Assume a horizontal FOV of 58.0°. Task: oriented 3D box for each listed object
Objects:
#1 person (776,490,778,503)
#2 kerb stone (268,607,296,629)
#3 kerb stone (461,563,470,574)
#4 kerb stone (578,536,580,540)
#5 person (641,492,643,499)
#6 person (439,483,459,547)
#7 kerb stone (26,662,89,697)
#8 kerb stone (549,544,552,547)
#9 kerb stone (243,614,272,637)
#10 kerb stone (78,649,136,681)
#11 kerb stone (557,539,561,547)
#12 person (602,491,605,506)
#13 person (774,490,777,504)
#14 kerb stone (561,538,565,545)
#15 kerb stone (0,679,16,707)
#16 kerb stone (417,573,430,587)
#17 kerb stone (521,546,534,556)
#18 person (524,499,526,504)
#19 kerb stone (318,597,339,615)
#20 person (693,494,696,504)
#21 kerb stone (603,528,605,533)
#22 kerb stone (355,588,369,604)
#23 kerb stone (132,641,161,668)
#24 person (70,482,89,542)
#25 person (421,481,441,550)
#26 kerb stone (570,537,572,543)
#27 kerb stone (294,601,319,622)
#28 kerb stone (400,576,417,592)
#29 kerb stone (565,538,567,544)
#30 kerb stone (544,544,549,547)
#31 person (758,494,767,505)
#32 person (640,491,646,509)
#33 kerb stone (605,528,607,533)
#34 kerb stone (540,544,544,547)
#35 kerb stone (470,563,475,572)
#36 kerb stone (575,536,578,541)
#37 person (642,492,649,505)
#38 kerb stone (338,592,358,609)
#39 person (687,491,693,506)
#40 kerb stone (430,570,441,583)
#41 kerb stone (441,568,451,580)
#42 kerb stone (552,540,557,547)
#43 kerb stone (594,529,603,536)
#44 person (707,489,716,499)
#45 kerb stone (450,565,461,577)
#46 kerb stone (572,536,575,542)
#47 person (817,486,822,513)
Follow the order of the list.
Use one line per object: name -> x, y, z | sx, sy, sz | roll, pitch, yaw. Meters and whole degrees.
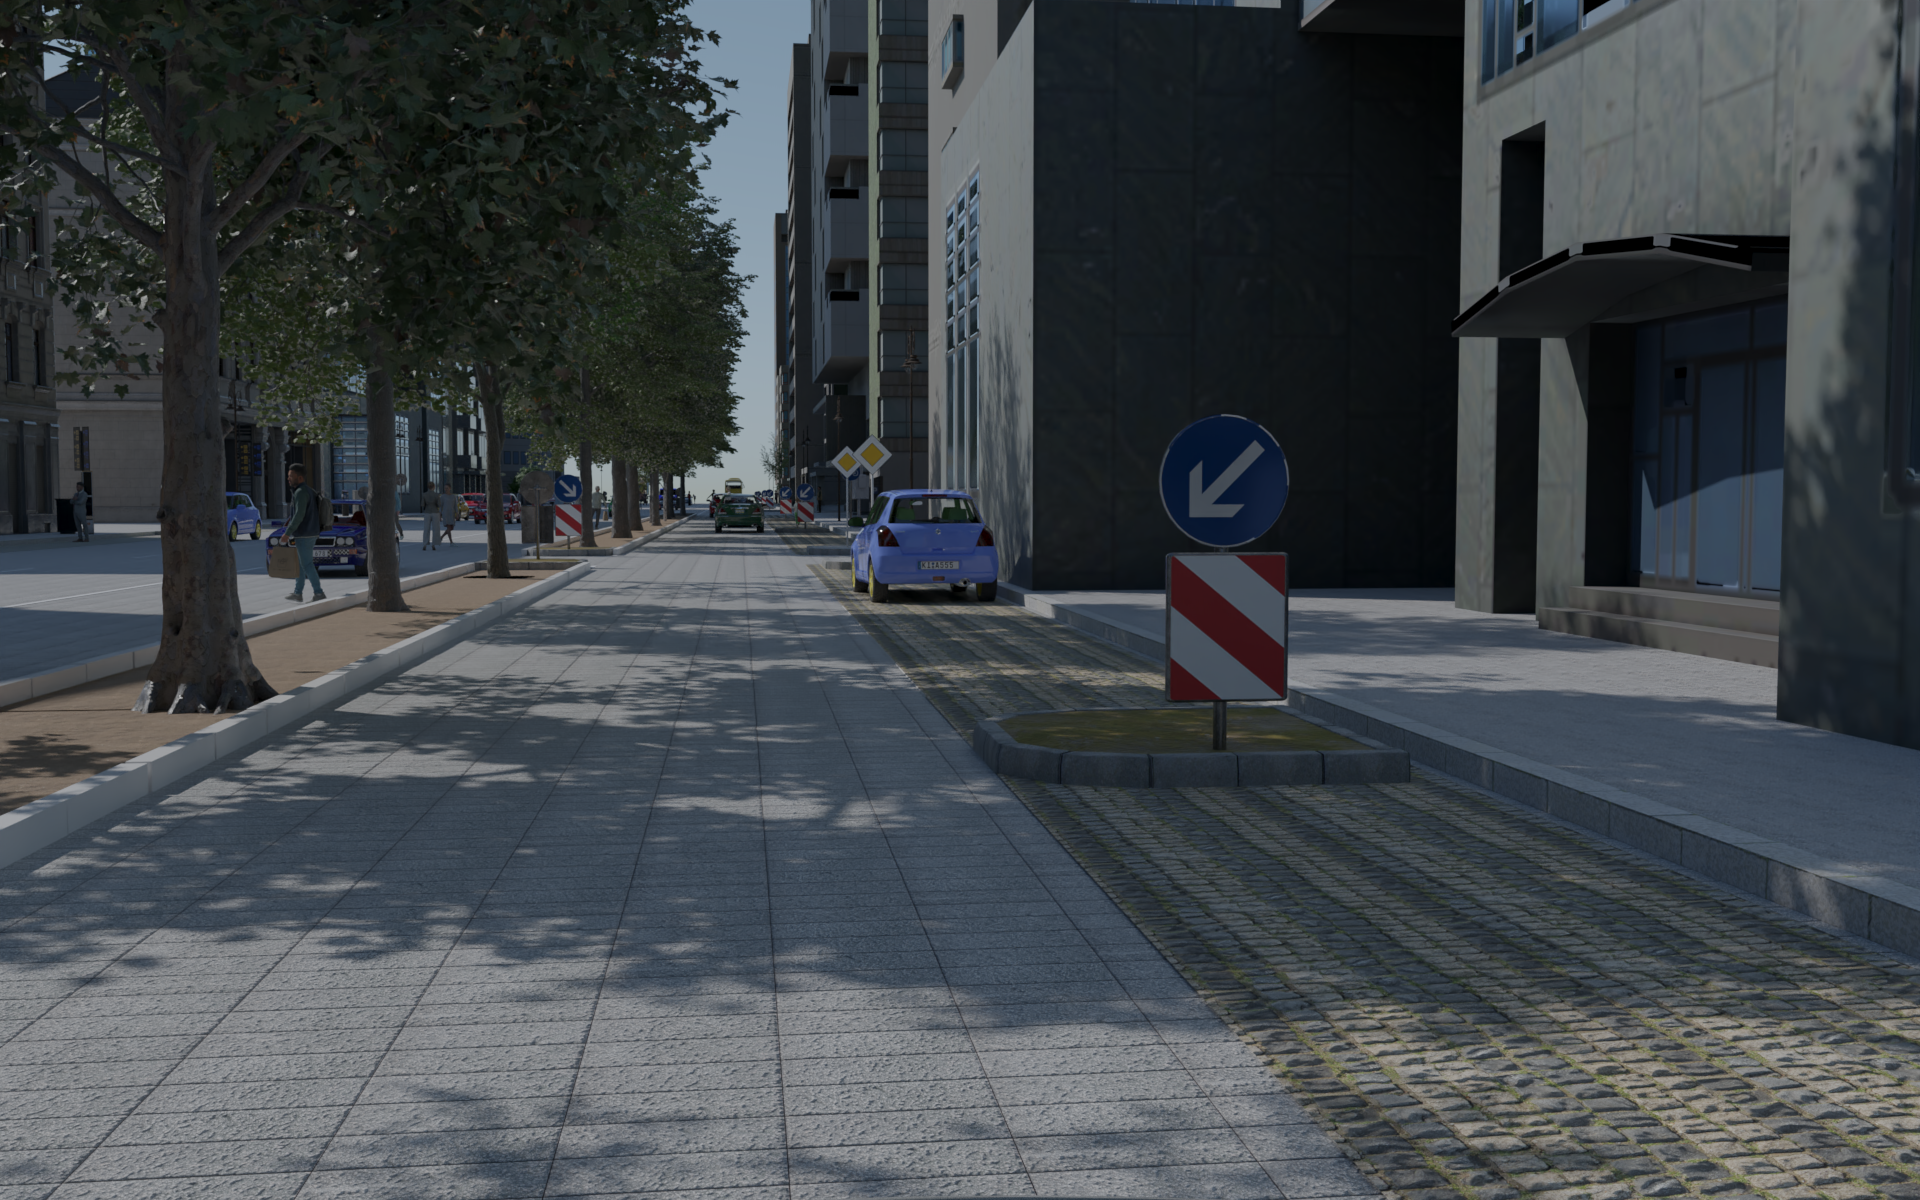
person -> -25.232, -14.202, 238.384 | 0.705, 1.807, 1.348 | -1, 4, -20
kerb stone -> -7.380, 0.215, 18.688 | 0.120, 0.150, 1.000 | 0, 4, -7
kerb stone -> -8.931, -0.533, 30.904 | 0.120, 0.150, 1.000 | 0, 4, -7
kerb stone -> -11.717, -1.871, 52.784 | 0.120, 0.150, 1.000 | 0, 4, -7
person -> -44.414, -14.198, 241.358 | 1.217, 1.735, 0.721 | -1, 4, -16
person -> -13.916, -2.306, 46.957 | 0.760, 1.731, 0.466 | 1, 4, 23
kerb stone -> -6.602, 0.592, 12.591 | 0.120, 0.150, 1.000 | 0, 4, -7
kerb stone -> -10.688, -1.373, 44.645 | 0.120, 0.150, 1.000 | 0, 4, -7
kerb stone -> -7.243, 0.276, 17.675 | 0.120, 0.150, 1.000 | 0, 4, -7
kerb stone -> -6.734, 0.525, 13.605 | 0.120, 0.150, 1.000 | 0, 4, -7
kerb stone -> -10.937, -1.495, 46.674 | 0.120, 0.150, 1.000 | 0, 4, -7
person -> -44.031, -12.572, 214.057 | 0.705, 1.823, 1.348 | -2, 4, -26
person -> -24.029, -13.467, 226.757 | 0.750, 1.759, 0.617 | 3, 5, 44
kerb stone -> -11.067, -1.559, 47.687 | 0.120, 0.150, 1.000 | 0, 4, -7
kerb stone -> -6.473, 0.650, 11.574 | 0.120, 0.150, 1.000 | 0, 4, -7
kerb stone -> -8.412, -0.284, 26.838 | 0.120, 0.150, 1.000 | 0, 4, -7
kerb stone -> -10.158, -1.125, 40.591 | 0.120, 0.150, 1.000 | 0, 4, -7
person -> -43.393, -10.130, 173.135 | 0.593, 1.643, 0.415 | 3, 4, 38
kerb stone -> -7.639, 0.090, 20.725 | 0.120, 0.150, 1.000 | 0, 4, -7
person -> -38.314, -14.544, 249.474 | 0.628, 1.438, 0.799 | -1, 4, -17
kerb stone -> -12.877, -2.431, 61.949 | 0.120, 0.150, 1.000 | 0, 4, -7
kerb stone -> -7.901, -0.035, 22.764 | 0.120, 0.150, 1.000 | 0, 4, -7
kerb stone -> -6.857, 0.465, 14.620 | 0.120, 0.150, 1.000 | 0, 4, -7
person -> -26.148, -2.612, 51.381 | 0.511, 1.800, 0.466 | 1, 4, 12
person -> -13.435, -2.143, 44.082 | 0.519, 1.759, 0.362 | 0, 4, -3
kerb stone -> -11.330, -1.684, 49.724 | 0.120, 0.150, 1.000 | 0, 4, -7
kerb stone -> -7.504, 0.152, 19.712 | 0.120, 0.150, 1.000 | 0, 4, -7
kerb stone -> -8.290, -0.222, 25.823 | 0.120, 0.150, 1.000 | 0, 4, -7
kerb stone -> -11.195, -1.621, 48.701 | 0.120, 0.150, 1.000 | 0, 4, -7
kerb stone -> -10.546, -1.311, 43.633 | 0.120, 0.150, 1.000 | 0, 4, -7
person -> -23.835, -12.226, 208.918 | 1.217, 1.766, 0.721 | -1, 4, -19
person -> -30.311, -9.467, 163.994 | 1.217, 1.736, 0.721 | -1, 4, -21
kerb stone -> -13.008, -2.493, 62.964 | 0.120, 0.150, 1.000 | 0, 4, -7
kerb stone -> -10.421, -1.249, 42.618 | 0.120, 0.150, 1.000 | 0, 4, -7
kerb stone -> -9.056, -0.595, 31.920 | 0.120, 0.150, 1.000 | 0, 4, -7
kerb stone -> -11.590, -1.809, 51.770 | 0.120, 0.150, 1.000 | 0, 4, -7
person -> -39.511, -12.750, 217.518 | 0.990, 1.755, 0.434 | -3, 4, -37
kerb stone -> -7.768, 0.037, 21.740 | 0.120, 0.150, 1.000 | 0, 4, -7
person -> -33.132, -12.462, 212.199 | 0.705, 1.831, 1.348 | -3, 4, -39
kerb stone -> -8.542, -0.346, 27.852 | 0.120, 0.150, 1.000 | 0, 4, -7
kerb stone -> -8.676, -0.400, 28.872 | 0.120, 0.150, 1.000 | 0, 4, -7
kerb stone -> -10.808, -1.435, 45.660 | 0.120, 0.150, 1.000 | 0, 4, -7
kerb stone -> -12.755, -2.368, 60.930 | 0.120, 0.150, 1.000 | 0, 4, -7
person -> -22.893, -9.344, 160.912 | 1.348, 1.869, 0.705 | -2, 4, -32
kerb stone -> -8.799, -0.470, 29.886 | 0.120, 0.150, 1.000 | 0, 4, -7
kerb stone -> -11.460, -1.746, 50.746 | 0.120, 0.150, 1.000 | 0, 4, -7
person -> -9.617, -6.858, 118.262 | 0.705, 1.812, 1.348 | 0, 4, -4
